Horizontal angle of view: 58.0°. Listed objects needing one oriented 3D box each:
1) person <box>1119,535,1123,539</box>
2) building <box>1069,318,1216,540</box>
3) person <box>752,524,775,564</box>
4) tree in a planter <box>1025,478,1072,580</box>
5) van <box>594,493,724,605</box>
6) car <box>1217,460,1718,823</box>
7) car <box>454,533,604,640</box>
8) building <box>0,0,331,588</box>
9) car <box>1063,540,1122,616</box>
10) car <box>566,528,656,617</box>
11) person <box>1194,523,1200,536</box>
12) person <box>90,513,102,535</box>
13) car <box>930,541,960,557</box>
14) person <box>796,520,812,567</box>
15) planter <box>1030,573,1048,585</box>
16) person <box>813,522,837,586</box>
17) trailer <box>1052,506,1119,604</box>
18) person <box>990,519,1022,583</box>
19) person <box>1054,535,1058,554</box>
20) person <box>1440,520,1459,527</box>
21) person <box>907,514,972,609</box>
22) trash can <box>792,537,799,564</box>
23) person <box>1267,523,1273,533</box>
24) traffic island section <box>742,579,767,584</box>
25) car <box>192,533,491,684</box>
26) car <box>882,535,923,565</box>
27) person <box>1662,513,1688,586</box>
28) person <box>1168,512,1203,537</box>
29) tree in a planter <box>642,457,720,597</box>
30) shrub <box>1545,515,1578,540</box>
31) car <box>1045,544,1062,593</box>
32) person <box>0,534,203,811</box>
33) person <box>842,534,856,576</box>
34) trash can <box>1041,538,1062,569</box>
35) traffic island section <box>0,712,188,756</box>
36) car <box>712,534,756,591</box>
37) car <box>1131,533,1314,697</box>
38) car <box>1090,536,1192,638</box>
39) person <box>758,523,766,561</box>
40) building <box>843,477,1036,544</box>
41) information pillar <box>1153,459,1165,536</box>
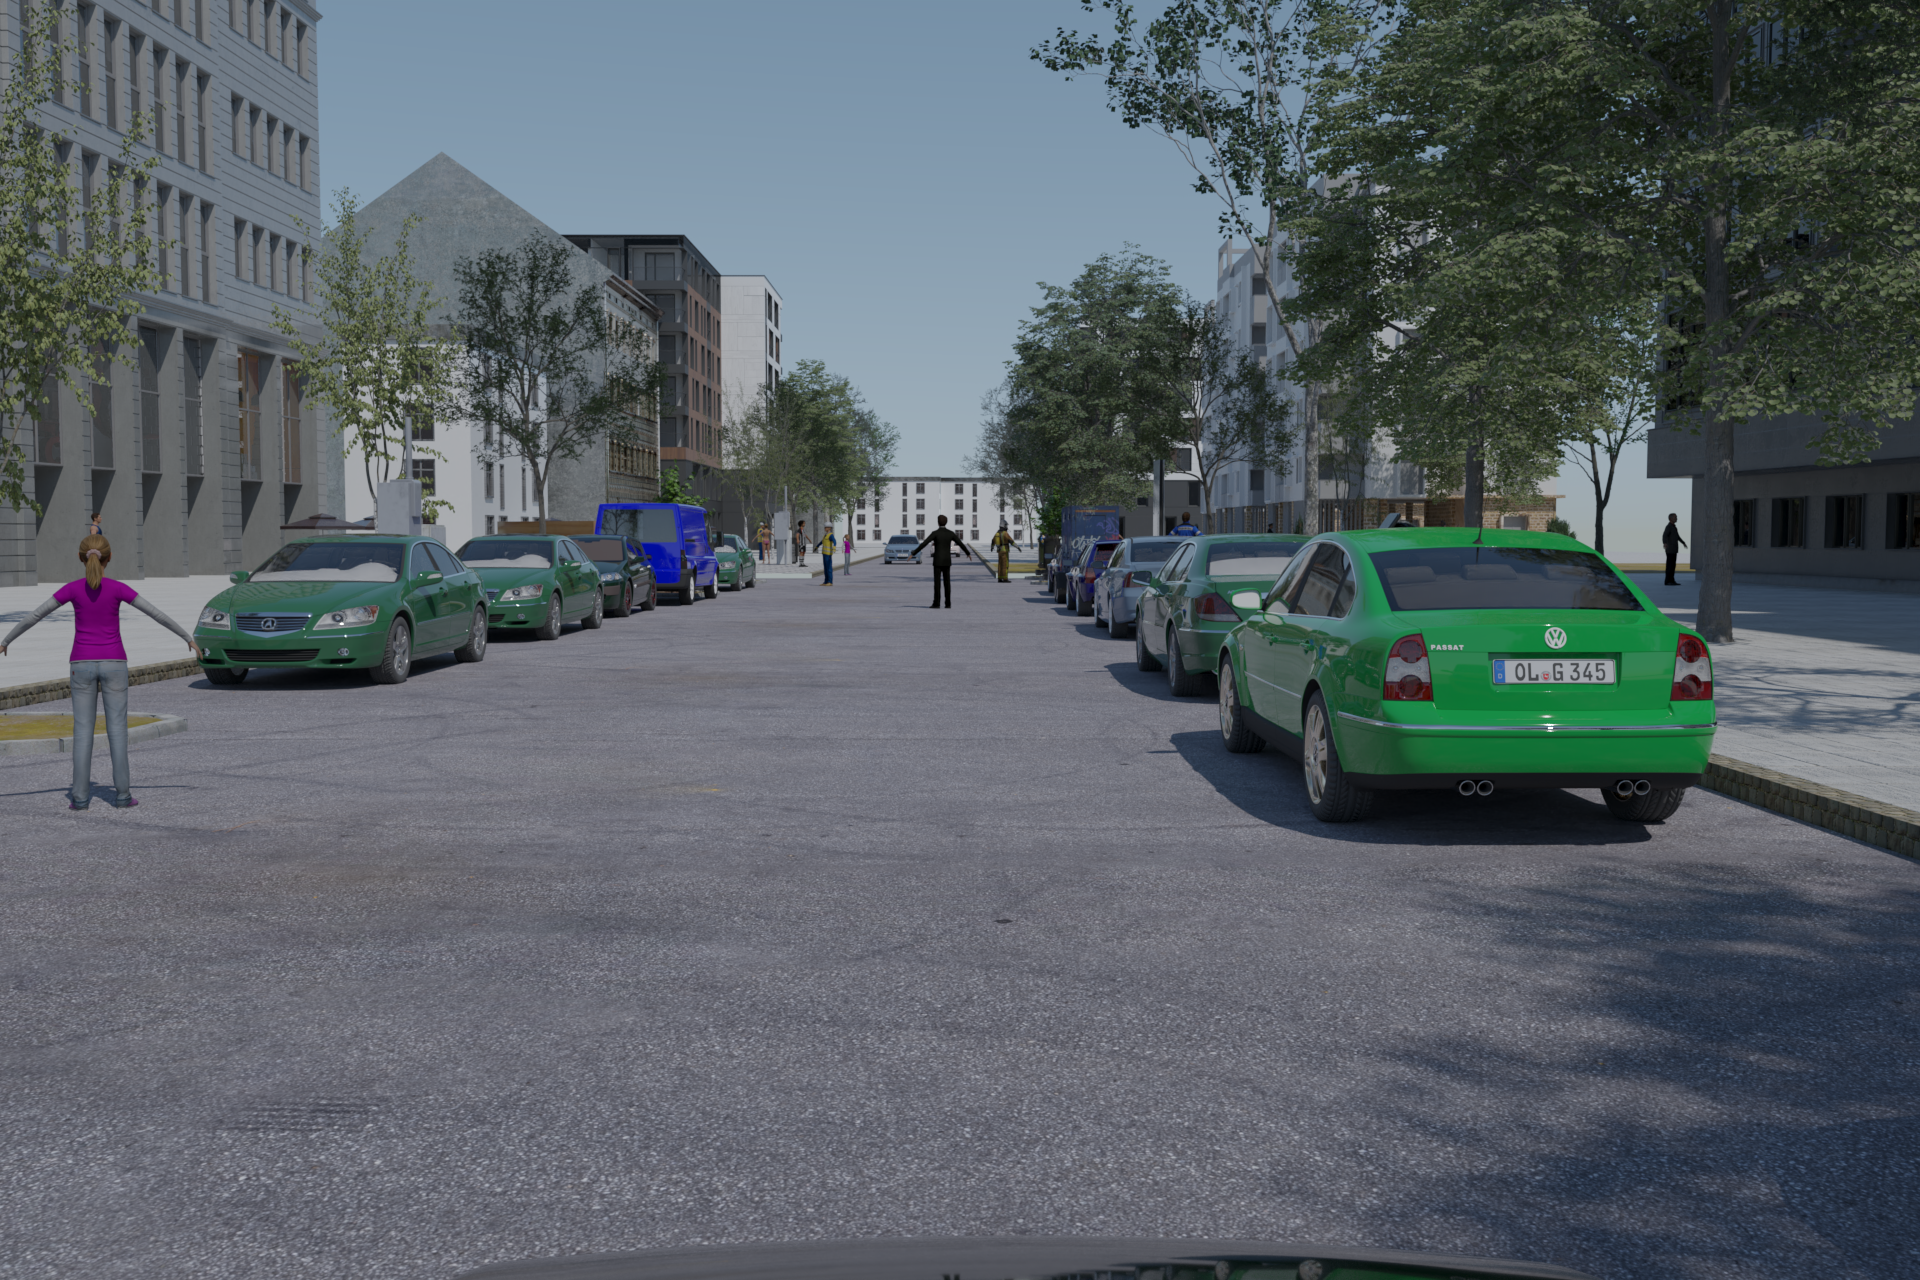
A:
[{"bbox_3d":[8.382,-5.427,94.592,1.347,1.847,0.705,-2,4,-33],"label":"person"},{"bbox_3d":[25.137,-20.553,180.015,27.936,21.610,32.646,0,4,0],"label":"building"},{"bbox_3d":[-8.432,-4.175,75.063,1.217,1.733,0.721,-2,4,-26],"label":"person"},{"bbox_3d":[3.052,-3.532,54.966,1.991,3.239,1.994,0,4,1],"label":"tree in a planter"},{"bbox_3d":[-6.318,-1.968,36.553,2.240,2.365,5.245,0,4,0],"label":"van"},{"bbox_3d":[2.634,-0.073,9.984,1.959,1.807,4.718,0,4,-1],"label":"car"},{"bbox_3d":[-6.359,-0.798,24.840,2.131,1.459,4.920,0,3,0],"label":"car"},{"bbox_3d":[-28.328,-16.504,47.334,11.434,29.767,29.804,0,3,0],"label":"building"},{"bbox_3d":[2.883,-1.159,31.526,1.945,1.354,3.894,0,4,0],"label":"car"},{"bbox_3d":[-6.558,-1.298,31.005,2.009,1.686,4.222,0,4,0],"label":"car"},{"bbox_3d":[12.713,-5.348,93.218,0.705,1.856,1.354,-3,4,-38],"label":"person"},{"bbox_3d":[-21.491,-2.264,43.187,0.704,1.807,1.345,-1,4,-21],"label":"person"},{"bbox_3d":[-0.915,-5.834,107.746,2.083,1.381,4.827,0,4,-1],"label":"car"},{"bbox_3d":[-6.100,-3.737,67.246,0.704,1.843,1.345,1,4,17],"label":"person"},{"bbox_3d":[3.016,-1.735,49.506,1.991,0.319,1.994,0,3,0],"label":"planter"},{"bbox_3d":[-3.720,-2.376,47.765,0.721,1.772,1.216,-2,4,-32],"label":"person"},{"bbox_3d":[2.684,-1.816,36.735,1.471,1.999,3.904,0,4,-1],"label":"trailer"},{"bbox_3d":[1.294,-2.605,50.819,0.705,1.858,1.354,-3,4,-38],"label":"person"},{"bbox_3d":[3.886,-3.937,70.503,1.348,1.813,0.705,1,4,14],"label":"person"},{"bbox_3d":[15.752,-3.001,55.918,0.742,1.727,0.445,2,4,30],"label":"person"},{"bbox_3d":[-0.358,-1.509,33.310,1.347,1.806,0.705,-2,4,-24],"label":"person"},{"bbox_3d":[-7.262,-3.836,74.373,0.748,1.137,0.748,0,3,0],"label":"trash can"},{"bbox_3d":[15.726,-4.993,87.576,0.705,1.837,1.347,0,4,-1],"label":"person"},{"bbox_3d":[-6.681,-1.690,50.496,1.991,0.108,1.994,0,4,0],"label":"traffic island section"},{"bbox_3d":[-6.265,-0.381,18.024,2.131,1.459,4.920,0,4,-1],"label":"car"},{"bbox_3d":[-2.694,-4.346,83.056,2.014,1.417,4.499,0,3,0],"label":"car"},{"bbox_3d":[17.781,-2.264,43.199,0.705,1.807,1.348,3,5,44],"label":"person"},{"bbox_3d":[5.595,-2.253,42.811,1.345,1.831,0.704,1,4,21],"label":"person"},{"bbox_3d":[-6.660,-2.635,40.301,1.991,3.239,1.994,0,4,0],"label":"tree in a planter"},{"bbox_3d":[23.051,-3.823,66.920,1.690,2.028,1.600,0,3,0],"label":"shrub"},{"bbox_3d":[3.022,-1.755,41.281,1.945,1.354,3.894,0,4,0],"label":"car"},{"bbox_3d":[-4.496,0.163,9.050,0.991,1.433,0.599,-1,4,-23],"label":"person"},{"bbox_3d":[-3.849,-2.949,59.936,0.599,1.433,0.991,2,4,24],"label":"person"},{"bbox_3d":[3.227,-3.004,60.765,0.748,1.137,0.748,0,3,0],"label":"trash can"},{"bbox_3d":[-6.628,0.655,12.150,1.991,0.108,1.994,0,4,0],"label":"traffic island section"},{"bbox_3d":[-6.381,-2.019,44.803,2.131,1.459,4.920,0,4,0],"label":"car"},{"bbox_3d":[2.773,-0.299,16.692,2.131,1.459,4.920,0,3,0],"label":"car"},{"bbox_3d":[2.929,-0.799,25.068,2.014,1.417,4.499,0,4,0],"label":"car"},{"bbox_3d":[-9.546,-4.742,83.508,0.705,1.833,1.349,-1,4,-18],"label":"person"},{"bbox_3d":[-2.785,-18.825,252.398,28.070,9.664,9.099,0,4,2],"label":"building"},{"bbox_3d":[6.345,-3.915,55.333,0.184,3.620,1.656,0,3,0],"label":"information pillar"}]
